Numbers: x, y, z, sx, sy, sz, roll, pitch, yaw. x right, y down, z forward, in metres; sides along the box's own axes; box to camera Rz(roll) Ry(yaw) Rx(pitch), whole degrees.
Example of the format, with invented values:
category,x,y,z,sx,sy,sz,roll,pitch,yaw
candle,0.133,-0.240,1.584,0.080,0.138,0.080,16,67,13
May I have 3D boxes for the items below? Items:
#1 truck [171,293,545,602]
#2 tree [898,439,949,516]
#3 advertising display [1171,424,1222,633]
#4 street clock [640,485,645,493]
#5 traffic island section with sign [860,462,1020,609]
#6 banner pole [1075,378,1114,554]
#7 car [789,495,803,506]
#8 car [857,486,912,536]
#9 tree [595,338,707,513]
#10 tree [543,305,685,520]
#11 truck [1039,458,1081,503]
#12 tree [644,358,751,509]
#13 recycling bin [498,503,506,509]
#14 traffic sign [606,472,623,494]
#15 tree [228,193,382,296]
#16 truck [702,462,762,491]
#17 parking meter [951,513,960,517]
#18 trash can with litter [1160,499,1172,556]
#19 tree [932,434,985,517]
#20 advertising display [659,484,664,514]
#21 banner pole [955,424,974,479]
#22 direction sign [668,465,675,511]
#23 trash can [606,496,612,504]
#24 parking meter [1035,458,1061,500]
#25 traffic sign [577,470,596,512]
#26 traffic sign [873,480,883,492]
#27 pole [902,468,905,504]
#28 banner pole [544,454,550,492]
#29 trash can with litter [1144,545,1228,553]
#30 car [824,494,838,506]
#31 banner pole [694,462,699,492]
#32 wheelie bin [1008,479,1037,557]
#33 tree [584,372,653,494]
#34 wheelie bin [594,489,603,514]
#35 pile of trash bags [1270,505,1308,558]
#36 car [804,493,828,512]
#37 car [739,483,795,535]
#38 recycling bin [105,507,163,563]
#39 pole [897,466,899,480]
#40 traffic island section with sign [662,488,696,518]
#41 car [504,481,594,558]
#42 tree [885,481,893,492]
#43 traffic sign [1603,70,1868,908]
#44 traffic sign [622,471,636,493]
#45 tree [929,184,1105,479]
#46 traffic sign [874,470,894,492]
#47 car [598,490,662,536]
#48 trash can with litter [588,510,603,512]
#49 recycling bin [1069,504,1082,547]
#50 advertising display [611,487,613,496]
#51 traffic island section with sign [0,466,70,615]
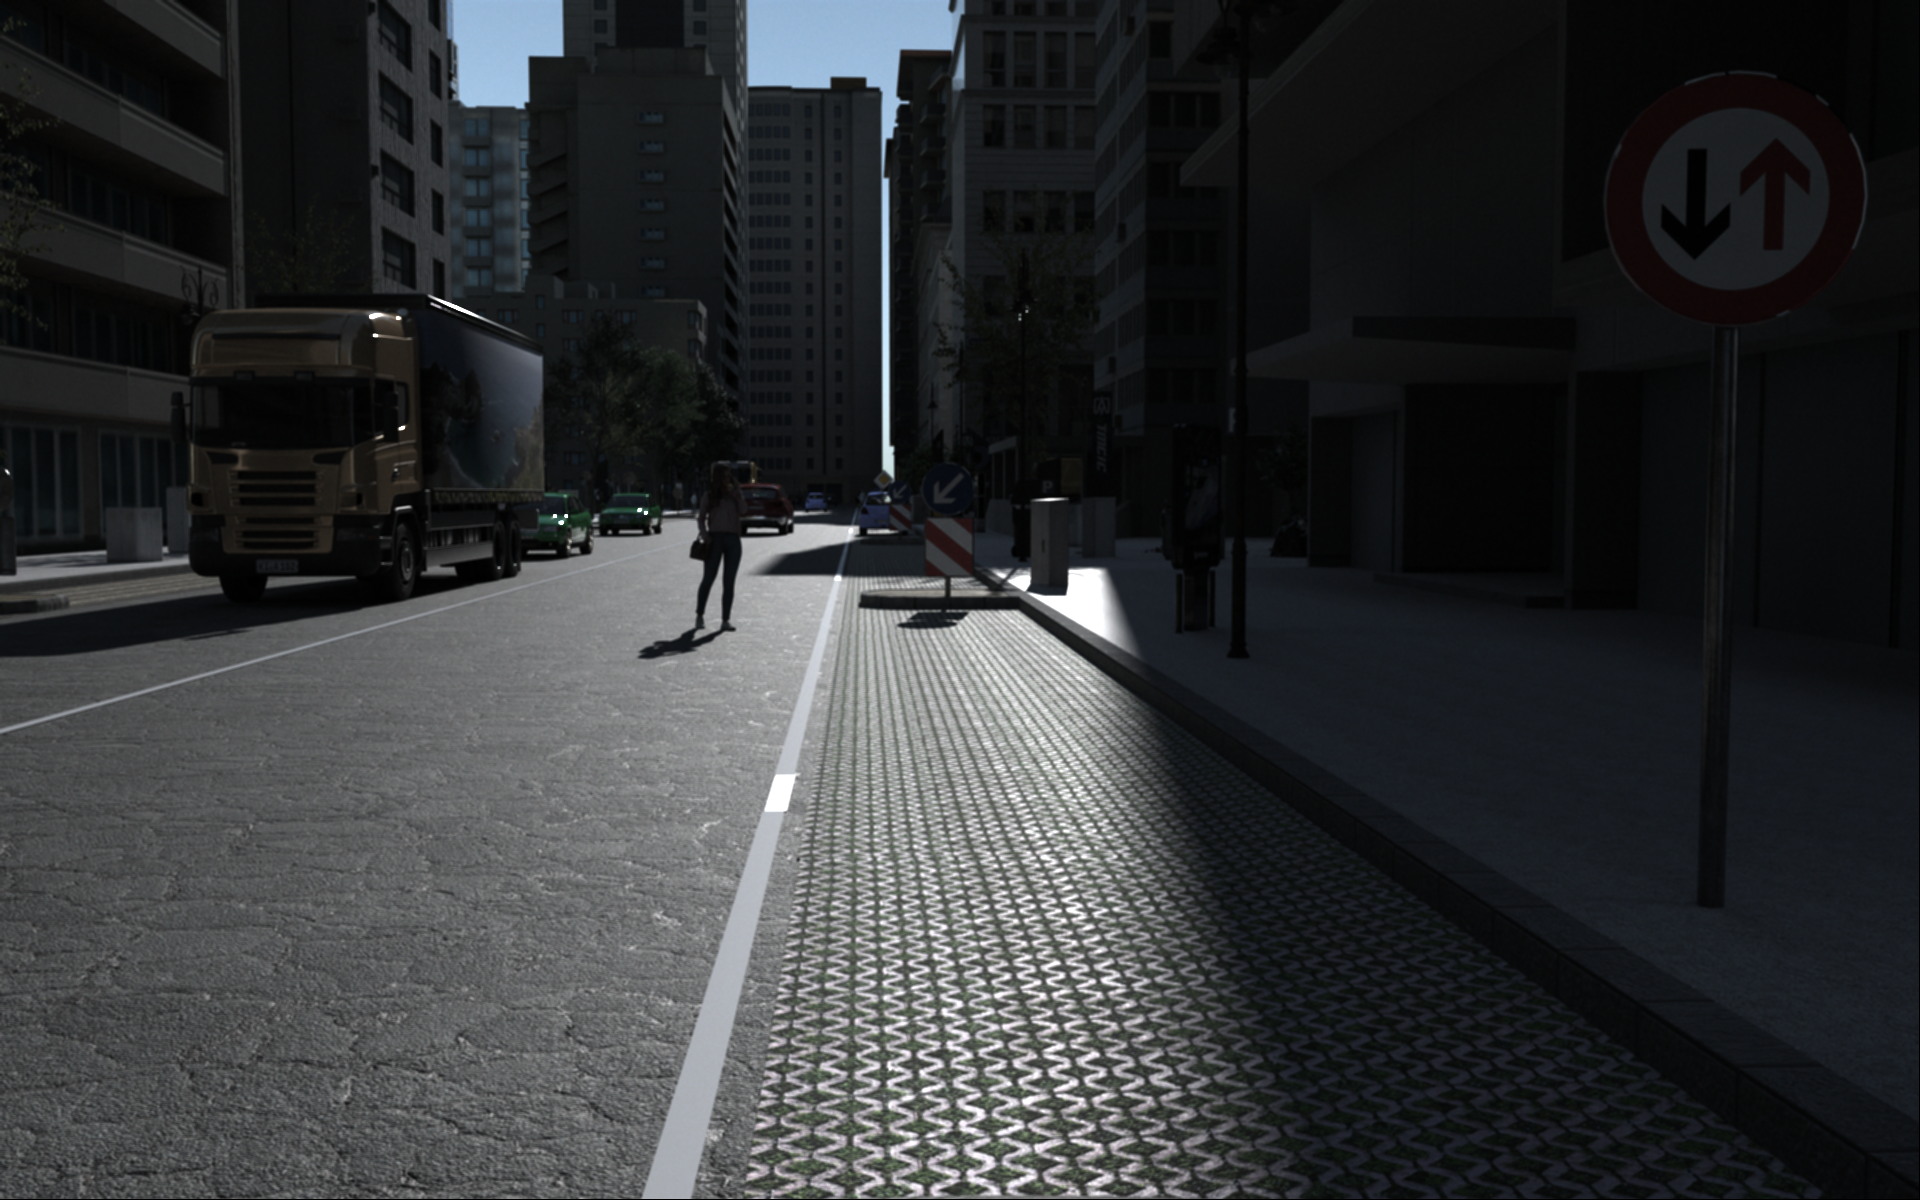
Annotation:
category,x,y,z,sx,sy,sz,roll,pitch,yaw
truck,-8.710,-2.298,26.492,2.839,4.237,11.283,0,4,-2
tree,-1.840,-7.186,101.206,4.285,4.588,4.351,0,3,0
advertising display,2.228,-0.678,16.302,0.123,1.923,0.974,2,4,29
street clock,-25.428,-8.193,138.518,0.471,2.002,0.358,1,4,16
traffic island section with sign,-0.294,-0.841,22.372,1.989,1.847,2.006,0,4,-3
banner pole,2.895,-2.886,37.207,0.863,3.779,0.401,2,4,25
car,-20.516,-12.426,215.750,1.945,1.354,3.894,0,4,-1
car,-2.652,-3.117,60.555,1.945,1.707,3.694,0,4,-2
tree,-20.389,-11.608,115.539,9.928,11.665,9.643,0,3,0
tree,-18.075,-9.247,85.597,7.601,10.594,8.767,2,4,32
truck,7.417,-4.894,75.934,9.791,3.379,3.469,0,4,-2
tree,-22.354,-14.012,146.098,9.611,12.733,9.660,0,3,0
recycling bin,-18.361,-3.474,69.351,0.722,1.027,0.722,2,4,24
traffic sign,-15.719,-4.598,78.812,0.795,2.450,0.064,0,4,-3
tree,-16.382,-5.686,43.322,4.737,8.622,4.395,0,3,0
truck,-13.725,-6.735,106.035,3.469,3.379,9.791,0,4,-4
parking meter,-0.152,-3.173,60.288,0.372,1.533,0.369,0,3,0
trash can with litter,4.654,-1.492,35.782,1.055,1.170,0.624,1,4,9
tree,-0.157,-3.730,55.579,1.663,3.219,1.824,0,3,0
advertising display,-18.979,-6.419,110.164,0.123,1.923,0.974,0,4,-2
banner pole,0.108,-4.420,62.284,0.863,3.779,0.401,0,4,-2
direction sign,-22.468,-8.743,134.944,0.876,3.537,0.379,3,5,40
trash can,-25.763,-7.103,127.795,0.748,1.137,0.748,0,3,0
parking meter,1.416,-1.357,27.904,0.399,1.863,0.255,1,4,12
traffic sign,-15.263,-4.110,70.839,0.795,2.450,0.064,0,4,-3
traffic sign,-3.593,-4.639,79.482,0.795,2.450,0.064,0,4,-3
pole,-4.441,-8.687,135.874,0.158,3.312,0.155,0,3,0
banner pole,-26.014,-7.260,108.724,0.863,3.779,0.401,-1,4,-22
trash can with litter,4.807,-1.660,38.206,1.678,1.210,2.233,-1,4,-16
car,-15.714,-12.039,208.631,2.131,1.459,4.920,0,4,-2
banner pole,-20.702,-8.923,135.903,0.401,3.779,0.863,2,4,24
wheelie bin,1.433,-1.676,35.304,0.980,1.594,0.693,2,4,29
tree,-20.102,-9.275,102.015,4.360,8.622,3.978,0,3,0
wheelie bin,-23.302,-6.311,111.093,0.693,1.594,0.980,-3,5,-41
pile of trash bags,8.111,-1.600,35.918,3.447,1.369,1.912,-3,5,-41
car,-11.371,-7.790,136.954,1.945,1.707,3.694,0,4,-5
car,-7.101,-3.274,62.200,2.281,1.827,5.304,0,4,-2
recycling bin,-15.634,-1.238,32.794,0.722,1.027,0.722,1,4,12
pole,-4.444,-7.968,124.114,0.158,3.312,0.155,0,3,0
traffic island section with sign,-16.819,-5.800,103.454,1.989,1.847,2.006,0,4,-3
car,-9.637,-1.904,39.923,1.959,1.807,4.718,0,4,-2
tree,-8.730,-13.007,207.259,1.663,3.219,1.824,0,3,0
traffic sign,2.342,-0.319,5.325,0.768,2.556,0.104,0,4,6
traffic sign,-18.438,-5.896,96.503,0.768,2.556,0.104,0,4,1
tree,1.547,-5.505,40.369,4.737,8.622,4.395,0,3,0
traffic sign,-3.137,-4.151,71.510,0.795,2.450,0.064,0,4,-3
car,-11.644,-3.210,61.285,1.959,1.807,4.718,0,4,-3
trash can with litter,-26.827,-7.025,125.922,2.233,1.210,1.678,-1,4,-16
recycling bin,2.953,-1.826,42.415,0.722,1.027,0.722,-2,4,-28
advertising display,-30.677,-9.014,152.591,0.123,1.923,0.974,-1,4,-10
traffic island section with sign,-12.112,-0.764,21.121,1.989,1.847,2.006,0,4,-3
